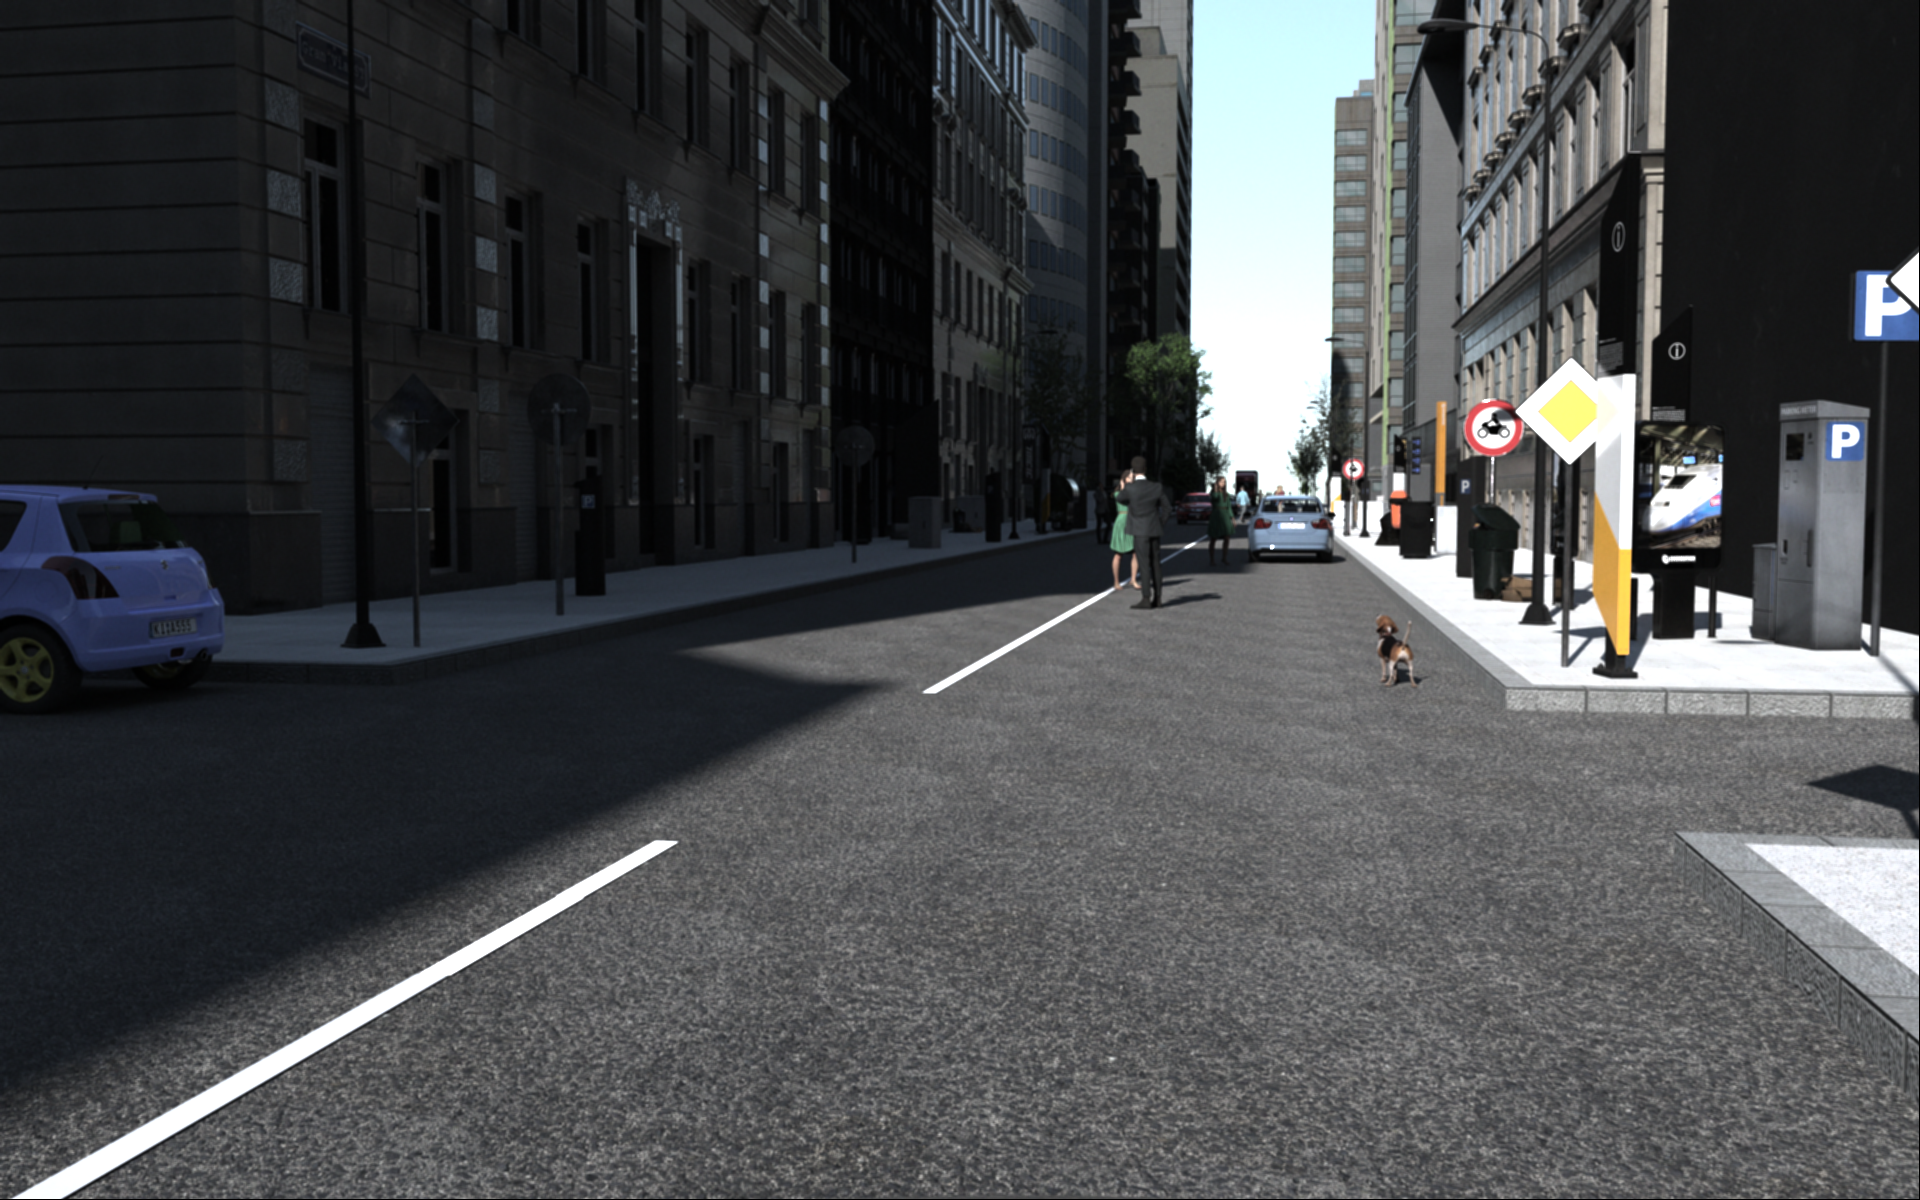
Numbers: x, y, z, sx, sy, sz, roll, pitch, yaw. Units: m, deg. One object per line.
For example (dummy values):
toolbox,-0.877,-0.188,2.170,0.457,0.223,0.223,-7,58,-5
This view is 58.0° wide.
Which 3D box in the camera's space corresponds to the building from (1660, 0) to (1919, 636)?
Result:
building,17.402,-11.557,18.636,15.834,23.373,12.332,1,4,10

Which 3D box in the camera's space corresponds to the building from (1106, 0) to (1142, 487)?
building,2.136,-29.223,132.416,22.147,44.769,28.867,1,4,10

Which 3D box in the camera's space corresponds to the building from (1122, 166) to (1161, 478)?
building,10.167,-23.332,153.182,14.160,30.474,14.107,1,4,10

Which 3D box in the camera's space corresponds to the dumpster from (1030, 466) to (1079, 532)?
dumpster,3.237,-3.476,59.325,1.502,2.255,1.985,1,4,10

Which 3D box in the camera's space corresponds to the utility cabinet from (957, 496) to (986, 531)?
utility cabinet,0.409,-3.014,60.443,1.020,1.237,0.306,1,4,13

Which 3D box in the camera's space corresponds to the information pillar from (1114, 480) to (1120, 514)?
information pillar,7.961,-5.078,87.516,0.304,2.012,0.304,-3,5,-40

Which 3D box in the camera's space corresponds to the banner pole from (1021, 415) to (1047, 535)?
banner pole,2.337,-3.960,54.760,0.863,3.779,0.401,-1,4,-17

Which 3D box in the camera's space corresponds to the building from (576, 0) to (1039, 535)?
building,-4.652,-16.728,70.767,12.463,27.353,25.104,1,4,10

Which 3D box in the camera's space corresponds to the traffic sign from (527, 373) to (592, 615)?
traffic sign,-4.239,-1.111,18.279,0.768,2.556,0.104,1,4,18

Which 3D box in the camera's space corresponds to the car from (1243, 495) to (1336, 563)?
car,7.111,-1.552,37.385,2.014,1.417,4.499,1,4,10

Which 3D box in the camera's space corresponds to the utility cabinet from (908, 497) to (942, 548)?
utility cabinet,-0.849,-1.843,41.288,0.306,1.237,1.020,-2,4,-35

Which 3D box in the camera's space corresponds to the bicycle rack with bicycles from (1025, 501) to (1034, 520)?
bicycle rack with bicycles,3.752,-4.502,86.991,2.852,0.926,2.925,-1,4,-12

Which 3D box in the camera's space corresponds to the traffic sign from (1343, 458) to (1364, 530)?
traffic sign,14.089,-3.788,62.038,0.768,2.556,0.104,1,4,15

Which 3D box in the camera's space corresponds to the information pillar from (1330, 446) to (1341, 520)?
information pillar,18.439,-5.725,84.962,0.504,3.616,0.183,-1,4,-12

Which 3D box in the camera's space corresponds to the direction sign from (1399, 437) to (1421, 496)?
direction sign,17.839,-4.700,68.847,0.876,3.537,0.379,1,4,20

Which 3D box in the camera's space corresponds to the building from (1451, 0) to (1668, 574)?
building,20.579,-12.627,39.741,16.112,22.955,30.059,1,4,10

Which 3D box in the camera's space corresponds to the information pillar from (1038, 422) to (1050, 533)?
information pillar,2.766,-3.982,56.460,0.183,3.616,0.504,-2,4,-29

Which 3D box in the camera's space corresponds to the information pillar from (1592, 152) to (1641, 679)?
information pillar,4.612,-1.274,12.178,0.183,3.616,0.504,0,4,-1

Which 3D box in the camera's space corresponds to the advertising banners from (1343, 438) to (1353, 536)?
advertising banners,12.052,-3.515,53.659,0.090,3.025,2.074,1,4,19

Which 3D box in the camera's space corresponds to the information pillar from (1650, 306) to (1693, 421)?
information pillar,8.936,-1.862,21.792,0.183,3.616,0.504,-3,5,-43

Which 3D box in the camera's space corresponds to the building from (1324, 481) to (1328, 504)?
building,64.676,-32.750,227.338,32.217,40.220,23.993,1,4,10

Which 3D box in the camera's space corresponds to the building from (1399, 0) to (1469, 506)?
building,25.951,-15.299,69.207,14.314,24.678,30.058,1,4,10

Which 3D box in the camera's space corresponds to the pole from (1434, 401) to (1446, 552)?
pole,10.613,-2.717,38.265,0.158,3.312,0.155,0,3,0

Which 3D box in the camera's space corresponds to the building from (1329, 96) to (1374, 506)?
building,45.863,-30.393,180.514,14.154,41.232,14.086,1,4,10

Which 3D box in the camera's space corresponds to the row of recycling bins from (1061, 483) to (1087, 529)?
row of recycling bins,4.316,-3.559,65.310,1.069,1.692,3.534,0,4,1

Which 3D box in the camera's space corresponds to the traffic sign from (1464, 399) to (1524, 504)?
traffic sign,7.174,-1.421,23.337,0.768,2.556,0.104,1,4,17

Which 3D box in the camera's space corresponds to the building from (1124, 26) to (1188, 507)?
building,13.083,-34.385,185.901,21.300,48.544,21.600,1,4,10

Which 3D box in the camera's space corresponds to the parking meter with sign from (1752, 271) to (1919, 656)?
parking meter with sign,7.209,-1.112,14.443,0.543,3.016,1.738,0,4,-2

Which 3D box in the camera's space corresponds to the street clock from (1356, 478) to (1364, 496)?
street clock,18.264,-4.536,78.736,0.471,2.002,0.358,-1,4,-9

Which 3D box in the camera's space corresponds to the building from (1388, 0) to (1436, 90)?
building,31.235,-25.338,97.863,14.154,41.232,14.086,1,4,10

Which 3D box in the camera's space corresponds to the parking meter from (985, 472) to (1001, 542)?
parking meter,0.882,-2.483,46.311,0.399,1.863,0.255,3,5,40

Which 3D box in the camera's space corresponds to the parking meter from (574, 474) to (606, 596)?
parking meter,-4.687,-0.827,21.927,0.372,1.533,0.369,0,3,0

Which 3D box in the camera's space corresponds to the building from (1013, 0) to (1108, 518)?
building,-2.985,-34.368,103.913,21.231,58.520,28.212,1,4,10

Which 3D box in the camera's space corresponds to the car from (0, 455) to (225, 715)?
car,-7.189,-0.159,12.199,3.694,1.707,1.945,1,4,9

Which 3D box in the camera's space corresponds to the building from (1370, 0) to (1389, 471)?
building,42.279,-32.267,116.802,28.713,52.752,27.495,1,4,10

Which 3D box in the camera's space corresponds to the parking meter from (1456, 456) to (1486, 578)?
parking meter,7.841,-1.278,26.600,0.255,1.863,0.399,-2,4,-27

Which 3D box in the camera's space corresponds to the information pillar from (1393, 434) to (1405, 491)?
information pillar,17.130,-4.665,67.624,0.504,3.616,0.183,-2,4,-25

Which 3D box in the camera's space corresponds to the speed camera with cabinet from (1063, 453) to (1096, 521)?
speed camera with cabinet,5.550,-5.467,83.722,2.038,3.252,0.660,-1,4,-22

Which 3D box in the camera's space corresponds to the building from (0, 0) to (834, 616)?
building,-10.804,-14.255,30.327,12.463,27.353,25.104,1,4,10

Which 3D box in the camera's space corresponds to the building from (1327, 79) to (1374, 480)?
building,55.219,-35.569,201.155,23.786,49.044,30.456,1,4,10

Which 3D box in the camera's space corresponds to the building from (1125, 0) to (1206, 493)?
building,23.003,-48.678,234.136,20.563,71.187,20.611,1,4,10

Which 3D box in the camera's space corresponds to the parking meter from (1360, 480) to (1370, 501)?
parking meter,16.873,-4.067,72.207,0.399,1.863,0.255,1,4,9

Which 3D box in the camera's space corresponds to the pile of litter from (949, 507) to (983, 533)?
pile of litter,0.200,-2.697,58.062,1.176,0.858,1.719,0,4,3

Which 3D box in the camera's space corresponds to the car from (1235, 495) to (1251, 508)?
car,29.184,-10.247,179.893,2.083,1.381,4.827,1,4,10

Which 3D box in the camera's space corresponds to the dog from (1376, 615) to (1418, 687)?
dog,3.262,0.383,13.024,0.406,0.507,0.540,-3,5,-43

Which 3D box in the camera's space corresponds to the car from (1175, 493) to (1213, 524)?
car,11.406,-4.509,82.755,2.155,1.783,4.494,1,4,12

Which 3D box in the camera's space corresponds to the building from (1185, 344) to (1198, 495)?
building,14.532,-22.449,212.088,27.650,21.520,28.899,1,4,10

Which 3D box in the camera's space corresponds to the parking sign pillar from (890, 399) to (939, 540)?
parking sign pillar,-1.264,-3.704,49.027,1.447,3.967,1.447,-1,4,-16

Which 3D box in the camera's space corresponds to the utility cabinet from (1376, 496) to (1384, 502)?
utility cabinet,16.729,-3.541,69.059,0.306,1.237,1.020,1,4,12

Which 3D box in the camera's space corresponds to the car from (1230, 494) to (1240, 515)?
car,18.076,-6.623,118.080,2.009,1.686,4.222,1,4,9

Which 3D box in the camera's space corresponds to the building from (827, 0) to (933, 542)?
building,-8.382,-13.523,50.778,12.332,23.373,15.834,1,4,10
